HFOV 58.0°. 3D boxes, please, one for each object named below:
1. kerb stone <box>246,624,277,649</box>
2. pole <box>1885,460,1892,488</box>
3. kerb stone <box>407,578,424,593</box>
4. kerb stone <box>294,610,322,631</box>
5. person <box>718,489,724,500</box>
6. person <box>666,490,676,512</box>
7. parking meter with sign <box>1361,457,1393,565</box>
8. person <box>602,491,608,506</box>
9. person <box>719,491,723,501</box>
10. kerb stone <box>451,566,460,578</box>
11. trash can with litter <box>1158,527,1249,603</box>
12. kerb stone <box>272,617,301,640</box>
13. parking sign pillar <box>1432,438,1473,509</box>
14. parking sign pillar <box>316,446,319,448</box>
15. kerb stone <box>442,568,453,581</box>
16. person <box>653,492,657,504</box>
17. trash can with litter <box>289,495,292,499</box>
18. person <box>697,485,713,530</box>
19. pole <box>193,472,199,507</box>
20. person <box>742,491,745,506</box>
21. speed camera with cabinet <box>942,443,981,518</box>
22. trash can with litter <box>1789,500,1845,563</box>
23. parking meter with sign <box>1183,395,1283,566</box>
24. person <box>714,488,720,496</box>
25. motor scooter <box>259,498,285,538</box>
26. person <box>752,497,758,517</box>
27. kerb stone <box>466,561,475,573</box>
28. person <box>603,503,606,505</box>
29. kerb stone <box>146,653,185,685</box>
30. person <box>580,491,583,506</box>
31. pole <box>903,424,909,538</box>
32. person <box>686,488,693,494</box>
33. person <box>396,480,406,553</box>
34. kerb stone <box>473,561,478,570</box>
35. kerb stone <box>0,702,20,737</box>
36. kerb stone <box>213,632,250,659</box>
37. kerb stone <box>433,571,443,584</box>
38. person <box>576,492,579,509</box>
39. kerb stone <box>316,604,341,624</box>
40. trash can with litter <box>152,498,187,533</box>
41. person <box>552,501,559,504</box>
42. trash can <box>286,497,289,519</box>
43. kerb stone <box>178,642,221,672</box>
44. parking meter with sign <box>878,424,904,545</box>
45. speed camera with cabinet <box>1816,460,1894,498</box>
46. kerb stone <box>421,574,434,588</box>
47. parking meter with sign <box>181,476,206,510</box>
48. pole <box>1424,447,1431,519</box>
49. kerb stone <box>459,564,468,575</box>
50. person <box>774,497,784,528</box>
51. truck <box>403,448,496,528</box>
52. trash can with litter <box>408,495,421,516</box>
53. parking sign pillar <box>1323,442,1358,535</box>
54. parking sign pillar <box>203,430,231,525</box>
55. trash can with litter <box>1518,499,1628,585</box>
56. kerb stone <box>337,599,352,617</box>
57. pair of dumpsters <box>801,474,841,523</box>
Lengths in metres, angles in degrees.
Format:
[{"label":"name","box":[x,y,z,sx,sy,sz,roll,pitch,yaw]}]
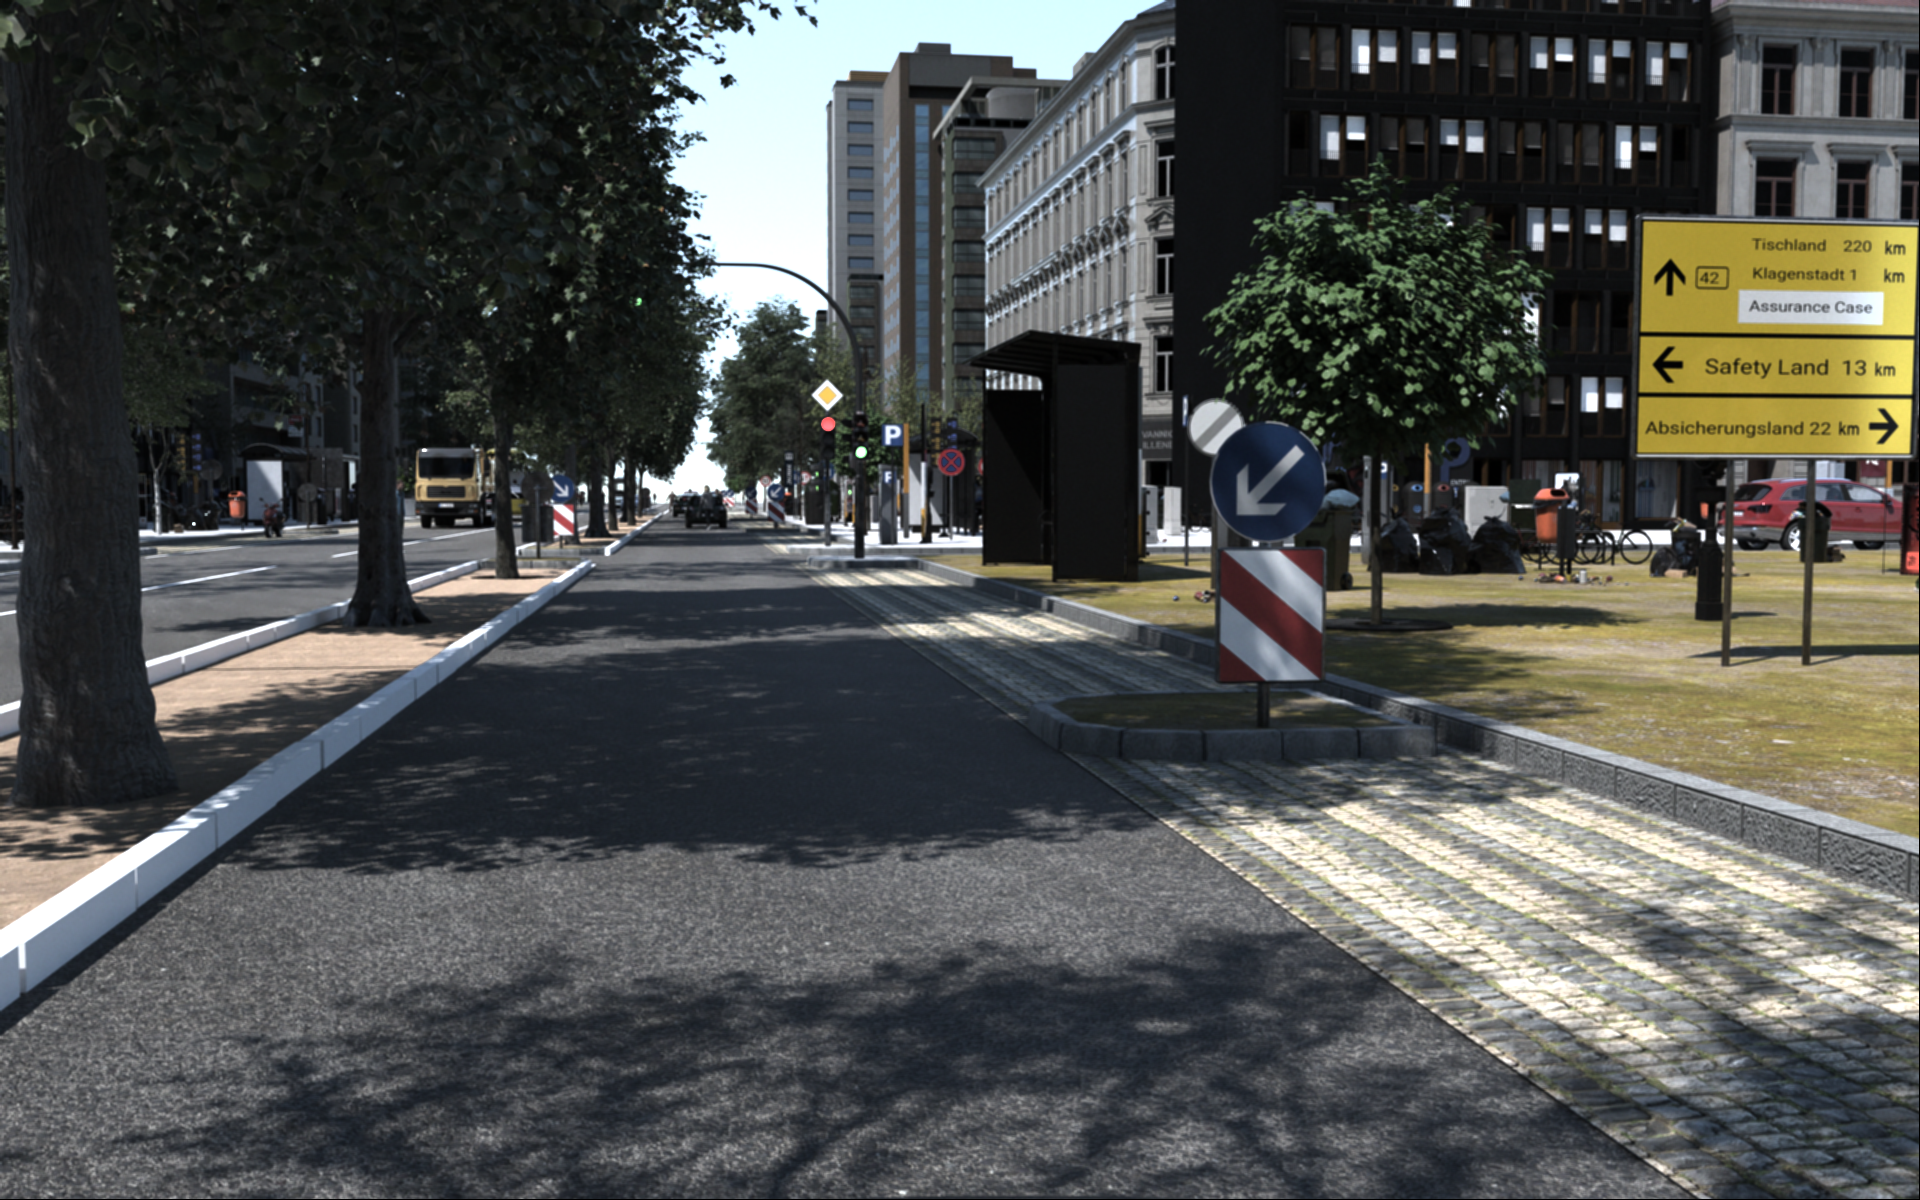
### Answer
[{"label":"kerb stone","box":[-6.633,0.363,16.303,0.120,0.150,1.000,-1,4,-9]},{"label":"pole","box":[28.712,-3.653,53.574,0.158,3.312,0.155,0,3,0]},{"label":"kerb stone","box":[-8.044,-0.191,25.409,0.120,0.150,1.000,-1,4,-9]},{"label":"kerb stone","box":[-6.947,0.237,18.323,0.120,0.150,1.000,-1,4,-9]},{"label":"person","box":[-22.293,-9.249,159.359,1.348,1.869,0.705,-3,5,-40]},{"label":"person","box":[-22.605,-7.761,135.940,0.990,1.755,0.434,-1,4,-15]},{"label":"parking meter with sign","box":[7.624,-2.154,31.480,0.543,3.016,1.738,0,4,2]},{"label":"person","box":[-43.344,-12.364,210.670,0.705,1.822,1.348,2,4,34]},{"label":"person","box":[-19.813,-8.207,143.600,0.530,1.710,0.541,1,4,18]},{"label":"kerb stone","box":[-8.670,-0.441,29.459,0.120,0.150,1.000,-1,4,-9]},{"label":"trash can with litter","box":[3.385,-0.602,20.896,1.678,1.210,2.233,0,4,-2]},{"label":"kerb stone","box":[-6.787,0.302,17.314,0.120,0.150,1.000,-1,4,-9]},{"label":"parking sign pillar","box":[16.653,-4.285,58.524,1.447,3.967,1.447,-1,4,-13]},{"label":"parking sign pillar","box":[-35.905,-6.630,96.867,1.447,3.967,1.447,-2,4,-35]},{"label":"kerb stone","box":[-8.508,-0.381,28.446,0.120,0.150,1.000,-1,4,-9]},{"label":"person","box":[-43.658,-14.601,247.759,0.617,1.759,0.750,-1,4,-21]},{"label":"trash can with litter","box":[-40.984,-5.864,106.925,1.678,1.210,2.233,1,4,16]},{"label":"person","box":[-10.112,-3.682,68.887,0.709,1.800,0.728,-2,4,-33]},{"label":"pole","box":[-29.071,-4.405,65.863,0.158,3.312,0.155,0,3,0]},{"label":"person","box":[-24.512,-11.450,195.726,0.705,1.822,1.348,0,4,-6]},{"label":"speed camera with cabinet","box":[-0.164,-4.507,68.029,2.038,3.252,0.660,-2,4,-27]},{"label":"trash can with litter","box":[16.168,-1.298,32.615,1.055,1.170,0.624,-2,4,-34]},{"label":"parking meter with sign","box":[4.858,-2.111,30.780,1.738,3.016,0.543,0,4,-2]},{"label":"person","box":[-14.317,-5.677,101.740,0.576,1.772,0.534,0,4,-7]},{"label":"motor scooter","box":[-22.674,-2.719,57.228,0.815,1.314,1.986,-1,4,-9]},{"label":"person","box":[-12.984,-6.124,109.631,0.522,1.701,0.512,-1,4,-12]},{"label":"kerb stone","box":[-8.987,-0.568,31.486,0.120,0.150,1.000,-1,4,-9]},{"label":"person","box":[-47.609,-13.639,231.513,0.705,1.822,1.348,2,4,35]},{"label":"kerb stone","box":[-6.160,0.547,13.252,0.120,0.150,1.000,-1,4,-9]},{"label":"person","box":[-46.041,-12.366,210.643,0.705,1.831,1.348,-2,4,-25]},{"label":"pole","box":[-1.557,-3.444,50.145,0.158,3.312,0.155,0,3,0]},{"label":"person","box":[-17.622,-6.381,113.031,0.606,1.804,0.583,0,4,-8]},{"label":"person","box":[-13.692,-2.035,42.115,0.444,1.785,0.601,2,4,24]},{"label":"kerb stone","box":[-9.150,-0.630,32.503,0.120,0.150,1.000,-1,4,-9]},{"label":"kerb stone","box":[-5.688,0.733,10.218,0.120,0.150,1.000,-1,4,-9]},{"label":"kerb stone","box":[-6.479,0.424,15.285,0.120,0.150,1.000,-1,4,-9]},{"label":"kerb stone","box":[-8.360,-0.320,27.434,0.120,0.150,1.000,-1,4,-9]},{"label":"person","box":[-36.875,-9.561,166.284,0.415,1.643,0.593,3,5,42]},{"label":"kerb stone","box":[-7.105,0.175,19.333,0.120,0.150,1.000,-1,4,-9]},{"label":"trash can with litter","box":[-26.004,-2.788,56.964,1.055,1.170,0.624,-1,4,-20]},{"label":"person","box":[-34.971,-8.504,150.767,0.991,1.433,0.599,-1,4,-13]},{"label":"trash can","box":[-32.678,-4.384,83.333,0.748,1.137,0.748,0,3,0]},{"label":"kerb stone","box":[-6.309,0.485,14.271,0.120,0.150,1.000,-1,4,-9]},{"label":"parking meter with sign","box":[-1.809,-2.925,44.086,0.543,3.016,1.738,-1,4,-9]},{"label":"speed camera with cabinet","box":[24.612,-3.269,47.779,0.660,3.252,2.038,-2,4,-34]},{"label":"kerb stone","box":[-8.196,-0.258,26.419,0.120,0.150,1.000,-1,4,-9]},{"label":"parking meter with sign","box":[-32.629,-4.750,73.926,0.543,3.016,1.738,1,4,22]},{"label":"pole","box":[14.542,-3.670,53.840,0.158,3.312,0.155,0,3,0]},{"label":"kerb stone","box":[-8.831,-0.506,30.471,0.120,0.150,1.000,-1,4,-9]},{"label":"person","box":[-7.684,-3.965,73.514,0.466,1.800,0.511,0,4,2]},{"label":"truck","box":[-21.819,-4.849,75.201,3.469,3.379,9.791,-1,4,-10]},{"label":"trash can with litter","box":[-32.179,-5.467,100.446,2.233,1.210,1.678,-2,4,-33]},{"label":"parking sign pillar","box":[11.780,-4.031,54.378,1.447,3.967,1.447,0,4,-3]},{"label":"parking sign pillar","box":[-31.200,-5.124,72.244,1.447,3.967,1.447,-2,4,-30]},{"label":"trash can with litter","box":[9.121,-0.884,25.512,1.678,1.210,2.233,2,4,31]},{"label":"kerb stone","box":[-7.252,0.115,20.345,0.120,0.150,1.000,-1,4,-9]},{"label":"pair of dumpsters","box":[-6.345,-4.704,79.397,1.574,2.255,4.437,-1,4,-9]}]
